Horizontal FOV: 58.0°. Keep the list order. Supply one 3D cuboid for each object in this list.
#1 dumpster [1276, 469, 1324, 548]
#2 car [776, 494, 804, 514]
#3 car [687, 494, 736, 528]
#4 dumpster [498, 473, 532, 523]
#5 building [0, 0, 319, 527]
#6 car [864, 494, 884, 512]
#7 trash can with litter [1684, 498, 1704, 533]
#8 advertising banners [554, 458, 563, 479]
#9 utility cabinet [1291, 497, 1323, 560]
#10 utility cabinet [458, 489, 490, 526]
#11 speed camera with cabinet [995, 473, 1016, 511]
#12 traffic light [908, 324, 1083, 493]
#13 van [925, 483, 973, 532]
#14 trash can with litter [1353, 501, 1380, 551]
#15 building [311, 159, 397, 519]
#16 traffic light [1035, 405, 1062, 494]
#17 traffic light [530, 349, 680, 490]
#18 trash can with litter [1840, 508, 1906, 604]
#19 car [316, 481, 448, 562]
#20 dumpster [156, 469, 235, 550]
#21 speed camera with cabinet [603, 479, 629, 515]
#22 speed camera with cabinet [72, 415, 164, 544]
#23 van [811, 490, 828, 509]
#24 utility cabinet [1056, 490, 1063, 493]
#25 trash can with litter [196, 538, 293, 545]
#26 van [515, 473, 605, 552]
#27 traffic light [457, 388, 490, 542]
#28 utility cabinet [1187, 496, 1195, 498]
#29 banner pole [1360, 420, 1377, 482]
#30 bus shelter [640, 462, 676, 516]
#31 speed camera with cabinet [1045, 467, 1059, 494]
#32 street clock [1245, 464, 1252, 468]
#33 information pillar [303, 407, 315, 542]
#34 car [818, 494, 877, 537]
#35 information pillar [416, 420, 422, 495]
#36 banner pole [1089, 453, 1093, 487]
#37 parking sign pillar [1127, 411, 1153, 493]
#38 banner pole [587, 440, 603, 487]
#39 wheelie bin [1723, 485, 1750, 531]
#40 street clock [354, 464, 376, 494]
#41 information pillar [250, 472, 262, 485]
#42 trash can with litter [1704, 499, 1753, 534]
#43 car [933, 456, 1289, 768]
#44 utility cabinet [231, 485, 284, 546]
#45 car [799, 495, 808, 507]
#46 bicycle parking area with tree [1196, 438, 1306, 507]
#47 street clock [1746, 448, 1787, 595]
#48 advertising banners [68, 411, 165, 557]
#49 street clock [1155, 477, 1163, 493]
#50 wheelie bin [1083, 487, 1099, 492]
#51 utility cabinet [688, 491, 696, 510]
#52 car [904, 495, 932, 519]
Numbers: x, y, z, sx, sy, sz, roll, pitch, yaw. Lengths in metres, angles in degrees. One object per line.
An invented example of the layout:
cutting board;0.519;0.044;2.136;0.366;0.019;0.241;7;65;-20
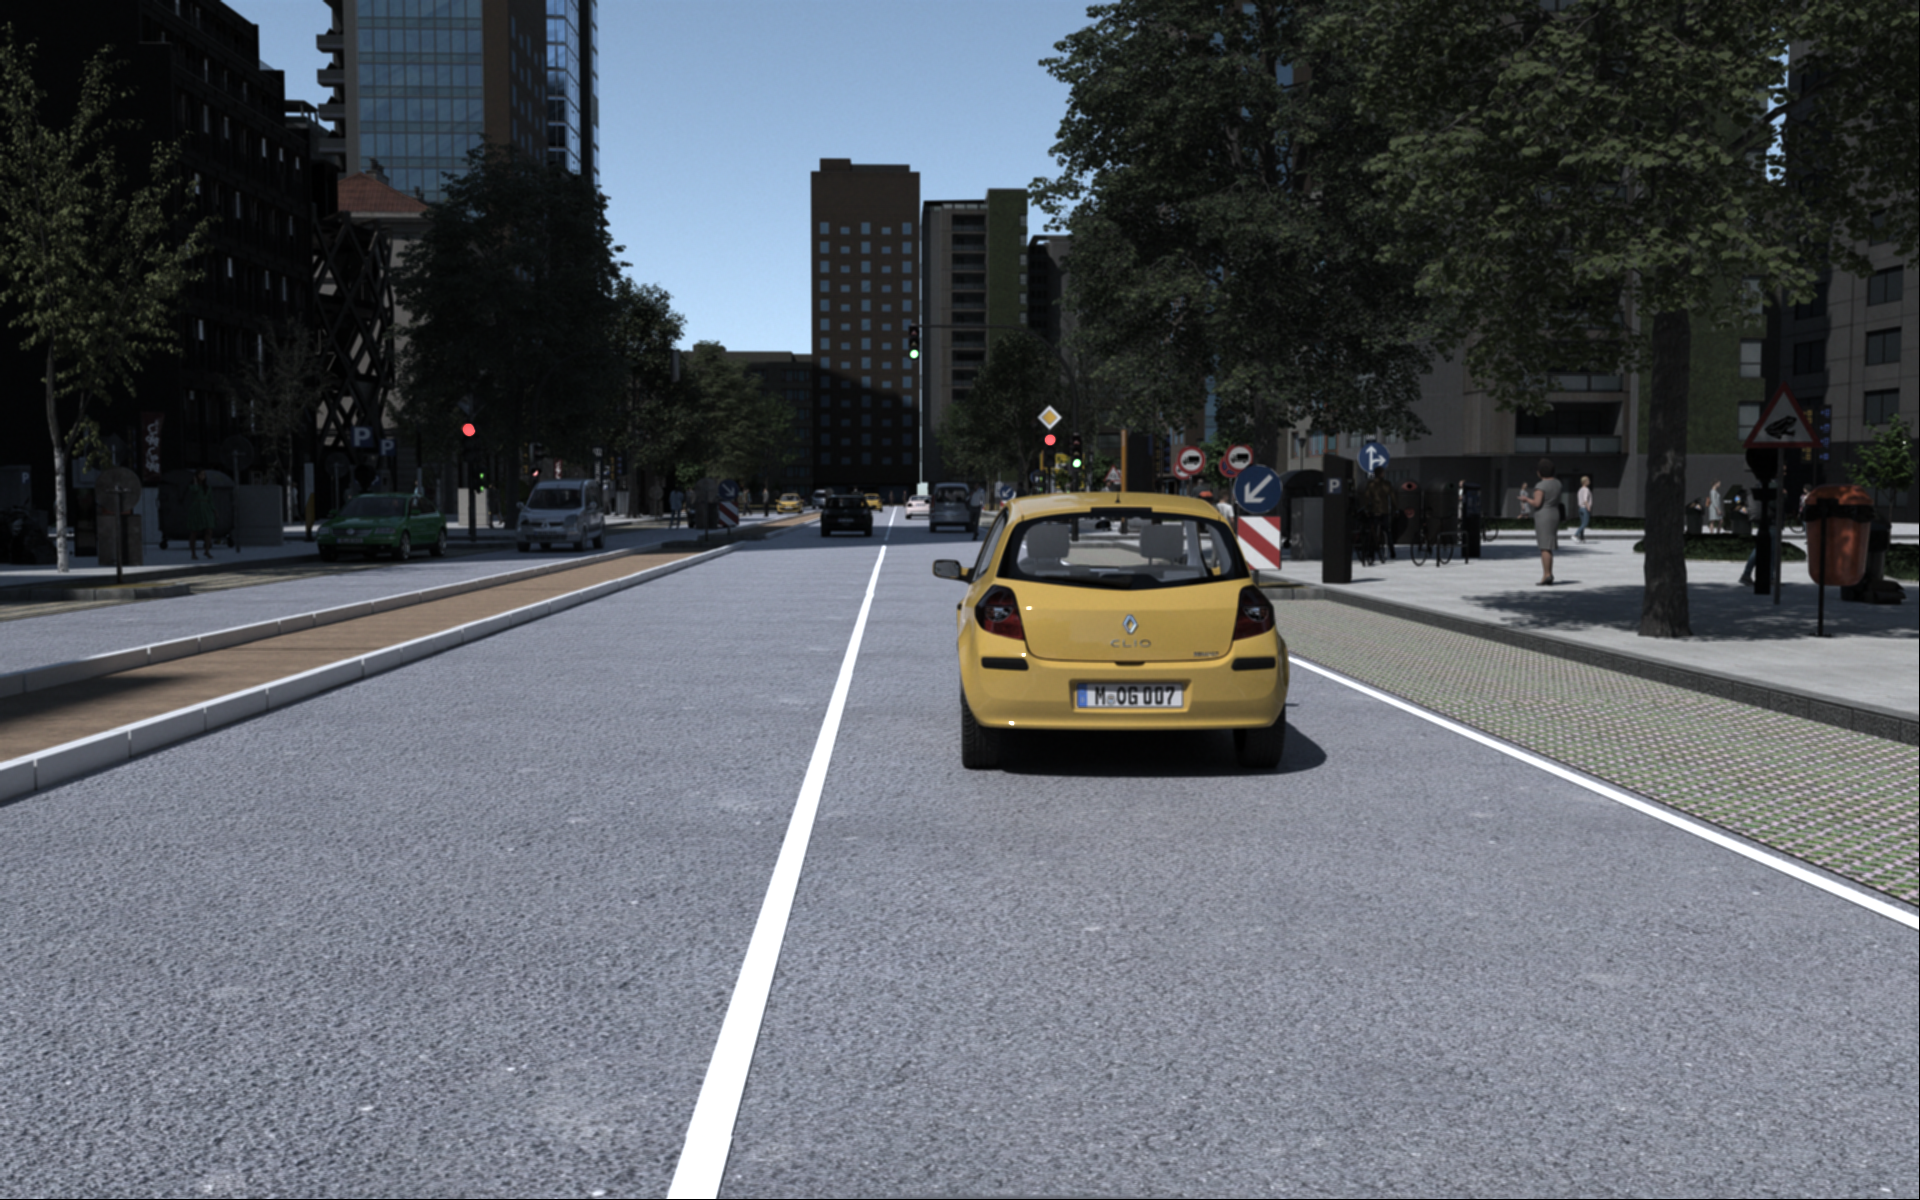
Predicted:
dumpster;8.186;-2.185;41.489;1.264;1.857;1.865;0;4;-2
car;-12.159;-6.959;124.000;2.015;1.641;3.980;0;4;-2
car;-10.675;-3.968;74.657;2.009;1.686;4.222;0;4;0
dumpster;-19.866;-4.612;77.900;1.502;2.255;1.985;0;4;-2
building;-36.692;-14.972;74.474;12.332;23.373;15.834;0;4;-2
car;-7.019;-7.803;137.806;2.015;1.641;3.980;0;4;-2
trash can with litter;23.152;-2.679;55.189;1.055;1.170;0.624;3;5;42
advertising banners;-19.909;-5.328;83.306;2.074;3.025;0.090;2;4;26
utility cabinet;6.868;-1.389;33.880;1.020;1.237;0.306;-3;5;-45
utility cabinet;-19.427;-3.702;69.213;1.173;1.500;0.318;0;4;7
speed camera with cabinet;3.660;-8.274;129.621;2.038;3.252;0.660;2;4;26
traffic light;0.991;-4.392;46.474;4.771;5.953;1.251;0;4;-2
van;-0.343;-3.605;65.955;2.013;2.044;4.112;0;4;-1
trash can with litter;8.982;-1.696;39.115;1.055;1.170;0.624;1;4;19
building;-39.093;-13.709;91.589;16.820;18.784;16.811;0;4;-2
traffic light;2.801;-4.021;54.668;0.839;4.253;0.868;0;4;-2
traffic light;-11.163;-4.865;54.203;4.771;5.953;1.251;0;4;-2
trash can with litter;10.875;-0.560;20.539;0.624;1.170;1.055;0;3;0
car;-12.602;-1.782;37.925;1.959;1.807;4.718;0;4;-1
dumpster;-17.927;-2.135;40.658;1.264;1.857;1.865;0;4;-2
speed camera with cabinet;-21.569;-7.015;109.029;0.660;3.252;2.038;2;4;33
speed camera with cabinet;-21.407;-3.039;44.031;2.038;3.252;0.660;-2;4;-26
van;-13.436;-9.819;167.554;2.013;2.044;4.112;0;4;-3
utility cabinet;5.296;-5.056;91.338;1.173;1.500;0.318;1;4;23
trash can with litter;-18.308;-2.036;44.348;2.233;1.210;1.678;-1;4;-19
van;-10.193;-2.281;44.310;2.013;2.044;4.112;0;4;-2
traffic light;-12.972;-3.498;46.115;0.839;4.253;0.868;0;4;-2
utility cabinet;9.110;-3.422;67.104;1.020;1.237;0.306;1;4;10
banner pole;12.928;-3.976;55.023;0.401;3.779;0.863;-2;4;-31
bus shelter;-18.340;-7.036;106.329;1.731;3.624;6.357;0;4;-2
speed camera with cabinet;6.958;-7.991;124.993;0.660;3.252;2.038;1;4;21
street clock;6.974;-2.237;41.150;0.471;2.002;0.358;1;4;18
information pillar;-17.428;-3.364;46.358;0.183;3.616;0.504;-3;5;-39
car;-3.876;-3.040;59.490;2.009;1.686;4.222;0;4;-2
information pillar;-17.064;-3.872;54.656;0.183;3.616;0.504;-2;4;-24
banner pole;6.952;-6.270;92.527;0.401;3.779;0.863;-1;4;-13
parking sign pillar;5.967;-4.206;57.247;1.447;3.967;1.447;-1;4;-18
banner pole;-16.540;-5.402;78.335;0.863;3.779;0.401;-1;4;-20
wheelie bin;26.758;-3.168;59.708;0.693;1.594;0.980;0;4;-4
street clock;-14.486;-2.303;42.216;0.471;2.002;0.358;1;4;22
information pillar;-23.094;-3.204;56.878;0.304;2.012;0.304;-2;4;-32
trash can with litter;19.744;-2.011;44.271;0.624;1.170;1.055;-2;4;-35
car;0.836;-0.016;10.486;2.015;1.641;3.980;0;4;0
utility cabinet;-17.280;-2.072;42.557;1.173;1.500;0.318;0;4;-8
car;-18.113;-11.187;195.494;1.945;1.354;3.894;0;4;-2
bicycle parking area with tree;15.060;-6.275;89.592;8.231;4.147;9.016;1;4;20
street clock;10.285;-1.075;22.144;0.471;2.002;0.358;2;4;26
advertising banners;-17.509;-2.438;36.056;0.090;3.025;2.074;3;4;37
street clock;8.410;-4.217;73.517;0.358;2.002;0.471;-1;4;-20
wheelie bin;5.867;-4.202;76.609;0.693;1.594;0.980;-2;4;-30
utility cabinet;-17.745;-6.472;114.502;0.318;1.500;1.173;1;4;9
car;-2.193;-5.359;99.976;2.083;1.381;4.827;0;4;-1
